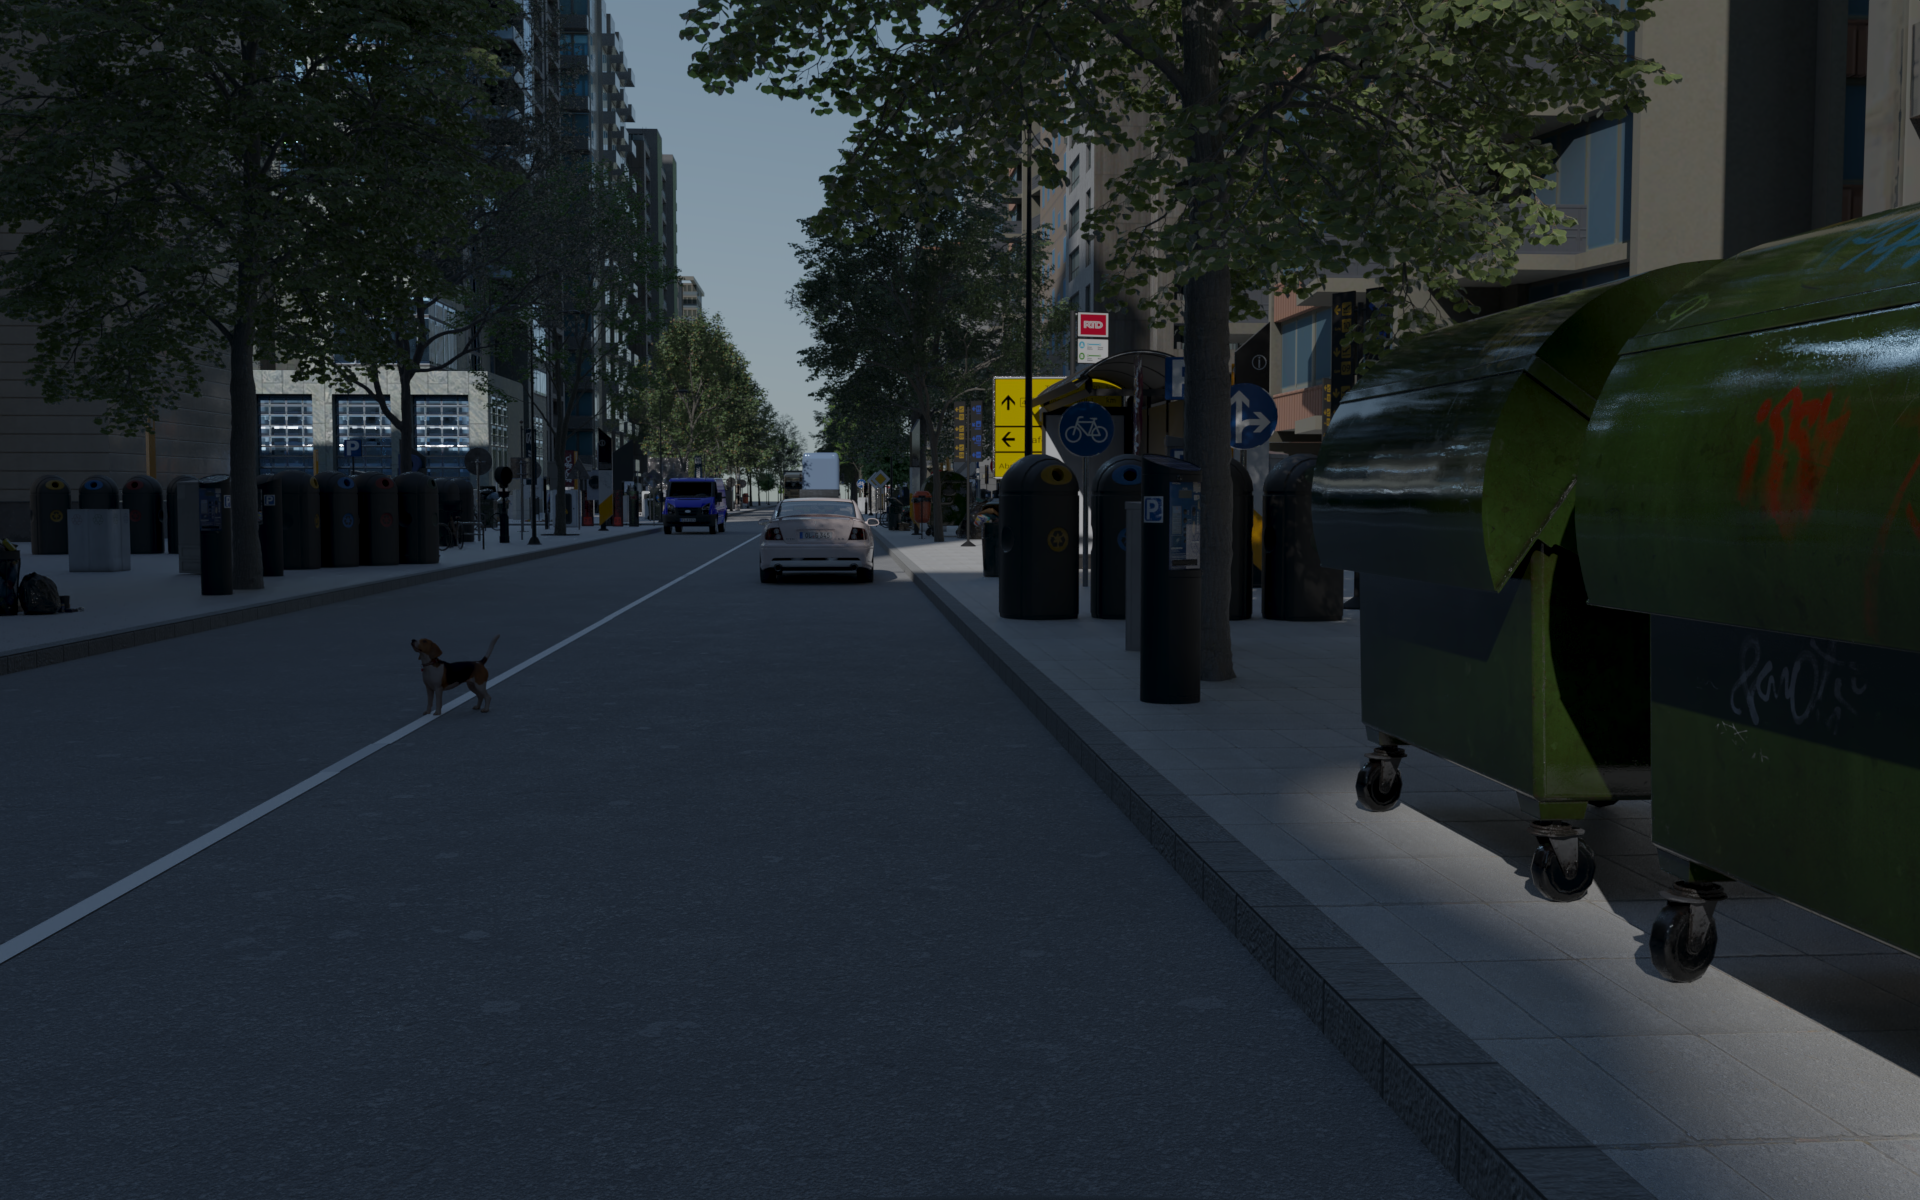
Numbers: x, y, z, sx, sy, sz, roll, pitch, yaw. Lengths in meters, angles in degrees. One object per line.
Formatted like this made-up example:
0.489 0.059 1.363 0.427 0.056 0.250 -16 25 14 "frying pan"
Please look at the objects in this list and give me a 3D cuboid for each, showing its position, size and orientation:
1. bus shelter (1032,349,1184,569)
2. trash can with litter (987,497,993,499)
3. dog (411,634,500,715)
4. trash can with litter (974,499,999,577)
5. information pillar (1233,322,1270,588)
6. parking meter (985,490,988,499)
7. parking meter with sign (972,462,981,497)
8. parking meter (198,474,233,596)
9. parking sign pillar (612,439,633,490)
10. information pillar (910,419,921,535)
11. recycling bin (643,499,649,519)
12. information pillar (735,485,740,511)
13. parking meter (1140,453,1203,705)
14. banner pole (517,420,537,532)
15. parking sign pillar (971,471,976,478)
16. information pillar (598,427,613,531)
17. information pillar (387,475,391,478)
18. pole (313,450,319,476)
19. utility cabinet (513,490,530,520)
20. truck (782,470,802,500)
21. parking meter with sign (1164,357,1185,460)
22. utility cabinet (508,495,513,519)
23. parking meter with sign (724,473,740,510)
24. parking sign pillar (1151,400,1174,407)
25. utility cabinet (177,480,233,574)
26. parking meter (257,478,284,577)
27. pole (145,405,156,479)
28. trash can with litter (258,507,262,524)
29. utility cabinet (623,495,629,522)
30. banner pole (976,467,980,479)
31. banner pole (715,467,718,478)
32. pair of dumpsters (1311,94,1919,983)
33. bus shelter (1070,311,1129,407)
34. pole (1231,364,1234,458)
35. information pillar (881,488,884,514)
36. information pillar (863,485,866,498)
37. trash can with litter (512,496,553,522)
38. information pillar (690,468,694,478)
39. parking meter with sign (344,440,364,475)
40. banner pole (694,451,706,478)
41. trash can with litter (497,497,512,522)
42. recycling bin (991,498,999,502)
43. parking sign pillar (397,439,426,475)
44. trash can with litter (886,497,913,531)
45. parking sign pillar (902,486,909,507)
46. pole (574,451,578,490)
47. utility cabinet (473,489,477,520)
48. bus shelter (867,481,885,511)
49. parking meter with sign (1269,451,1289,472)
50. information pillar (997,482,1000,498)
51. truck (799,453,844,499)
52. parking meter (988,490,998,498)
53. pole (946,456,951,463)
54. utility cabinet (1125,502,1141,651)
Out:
2.357 -2.024 27.024 2.014 3.302 5.546 0 4 -4 "bus shelter"
0.613 -2.786 56.931 1.055 1.170 0.624 2 4 29 "trash can with litter"
-3.286 0.488 11.305 0.406 0.507 0.540 0 4 5 "dog"
0.542 -0.959 27.060 0.624 1.170 1.055 0 4 2 "trash can with litter"
3.982 -1.972 23.601 0.504 3.616 0.183 0 4 -6 "information pillar"
1.808 -6.226 110.211 0.372 1.533 0.369 0 3 0 "parking meter"
0.733 -5.185 81.040 0.543 3.016 1.738 1 4 9 "parking meter with sign"
-9.458 -0.831 22.005 0.372 1.533 0.369 0 3 0 "parking meter"
-16.671 -5.891 84.787 1.447 3.967 1.447 -1 4 -21 "parking sign pillar"
-1.402 -3.836 54.075 0.183 3.616 0.504 2 4 30 "information pillar"
-15.659 -4.601 87.779 0.722 1.027 0.722 -1 4 -17 "recycling bin"
-17.203 -7.916 133.914 0.304 2.012 0.304 -2 4 -35 "information pillar"
1.302 -0.139 10.691 0.372 1.533 0.369 0 3 0 "parking meter"
-14.613 -4.190 58.525 0.863 3.779 0.401 2 4 26 "banner pole"
0.630 -7.891 117.492 1.447 3.967 1.447 2 4 29 "parking sign pillar"
-12.369 -4.222 60.382 0.504 3.616 0.183 0 4 -3 "information pillar"
-22.544 -3.897 68.215 0.304 2.012 0.304 -1 4 -14 "information pillar"
-29.500 -5.232 79.390 0.158 3.312 0.155 0 3 0 "pole"
-21.584 -4.718 85.816 0.318 1.500 1.173 3 5 40 "utility cabinet"
-19.749 -13.304 206.438 2.839 4.237 11.283 0 4 -5 "truck"
2.947 -1.628 22.887 0.543 3.016 1.738 0 4 5 "parking meter with sign"
-23.081 -4.780 89.313 1.020 1.237 0.306 3 5 39 "utility cabinet"
-19.175 -9.023 143.789 1.738 3.016 0.543 2 4 25 "parking meter with sign"
4.602 -3.078 38.804 1.447 3.967 1.447 -1 4 -14 "parking sign pillar"
-11.906 -1.152 27.511 1.173 1.500 0.318 2 4 27 "utility cabinet"
-10.759 -1.137 26.996 0.372 1.533 0.369 0 3 0 "parking meter"
-18.609 -2.815 39.866 0.158 3.312 0.155 0 3 0 "pole"
-12.893 -1.288 32.445 0.624 1.170 1.055 -2 4 -26 "trash can with litter"
-15.079 -4.160 79.184 0.306 1.237 1.020 1 4 18 "utility cabinet"
1.356 -9.189 140.250 0.401 3.779 0.863 -3 4 -36 "banner pole"
-16.074 -7.647 115.045 0.401 3.779 0.863 -3 4 -36 "banner pole"
2.372 -0.152 4.973 1.574 2.255 4.437 0 4 -4 "pair of dumpsters"
2.390 -3.551 35.683 2.179 5.291 8.768 0 4 -4 "bus shelter"
4.334 -2.037 27.152 0.158 3.312 0.155 0 3 0 "pole"
-4.943 -7.300 110.703 0.183 3.616 0.504 0 4 1 "information pillar"
-7.884 -8.504 143.535 0.304 2.012 0.304 0 4 -6 "information pillar"
-19.197 -4.166 79.169 2.233 1.210 1.678 1 4 23 "trash can with litter"
-21.205 -8.912 137.067 0.504 3.616 0.183 3 4 38 "information pillar"
-19.427 -3.667 56.210 0.543 3.016 1.738 0 4 -3 "parking meter with sign"
-14.789 -6.658 98.870 0.863 3.779 0.401 -2 4 -31 "banner pole"
-21.247 -4.199 80.033 0.624 1.170 1.055 1 4 23 "trash can with litter"
2.253 -5.317 99.484 0.722 1.027 0.722 3 5 41 "recycling bin"
-26.638 -5.855 84.199 1.447 3.967 1.447 0 4 7 "parking sign pillar"
-2.081 -3.003 60.486 1.055 1.170 0.624 3 5 43 "trash can with litter"
-2.924 -7.136 105.141 1.447 3.967 1.447 -2 4 -27 "parking sign pillar"
-18.326 -5.430 82.616 0.158 3.312 0.155 0 3 0 "pole"
-22.164 -4.313 79.202 0.318 1.500 1.173 0 4 7 "utility cabinet"
-6.470 -9.758 137.182 2.179 5.291 8.768 0 4 -4 "bus shelter"
5.389 -2.068 30.073 0.543 3.016 1.738 3 4 39 "parking meter with sign"
2.509 -6.337 108.109 0.304 2.012 0.304 -3 4 -37 "information pillar"
-8.733 -7.160 106.817 2.967 4.110 18.799 0 4 -3 "truck"
2.102 -5.796 103.168 0.372 1.533 0.369 0 3 0 "parking meter"
-0.541 -5.408 82.263 0.158 3.312 0.155 0 3 0 "pole"
1.699 -0.207 14.545 0.306 1.237 1.020 2 4 25 "utility cabinet"
